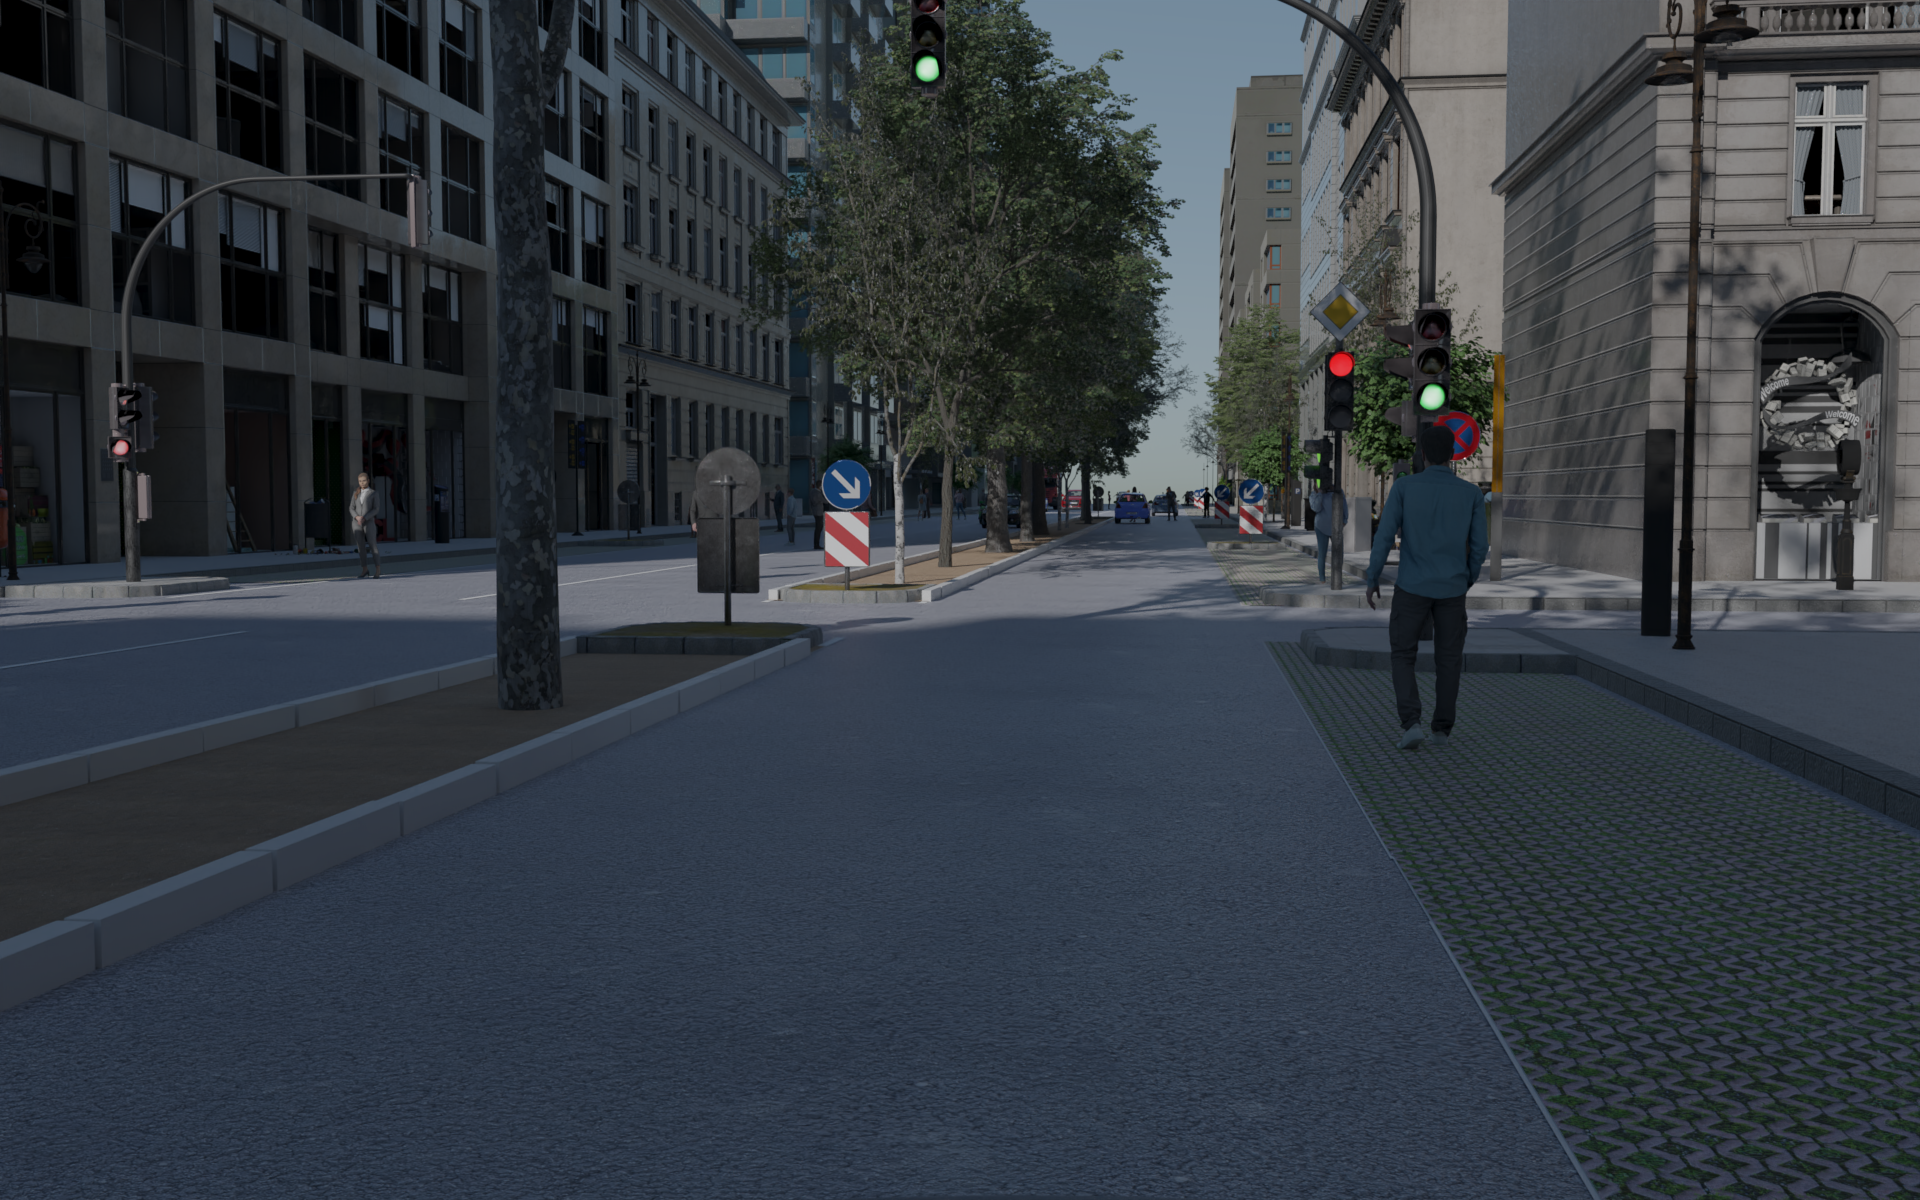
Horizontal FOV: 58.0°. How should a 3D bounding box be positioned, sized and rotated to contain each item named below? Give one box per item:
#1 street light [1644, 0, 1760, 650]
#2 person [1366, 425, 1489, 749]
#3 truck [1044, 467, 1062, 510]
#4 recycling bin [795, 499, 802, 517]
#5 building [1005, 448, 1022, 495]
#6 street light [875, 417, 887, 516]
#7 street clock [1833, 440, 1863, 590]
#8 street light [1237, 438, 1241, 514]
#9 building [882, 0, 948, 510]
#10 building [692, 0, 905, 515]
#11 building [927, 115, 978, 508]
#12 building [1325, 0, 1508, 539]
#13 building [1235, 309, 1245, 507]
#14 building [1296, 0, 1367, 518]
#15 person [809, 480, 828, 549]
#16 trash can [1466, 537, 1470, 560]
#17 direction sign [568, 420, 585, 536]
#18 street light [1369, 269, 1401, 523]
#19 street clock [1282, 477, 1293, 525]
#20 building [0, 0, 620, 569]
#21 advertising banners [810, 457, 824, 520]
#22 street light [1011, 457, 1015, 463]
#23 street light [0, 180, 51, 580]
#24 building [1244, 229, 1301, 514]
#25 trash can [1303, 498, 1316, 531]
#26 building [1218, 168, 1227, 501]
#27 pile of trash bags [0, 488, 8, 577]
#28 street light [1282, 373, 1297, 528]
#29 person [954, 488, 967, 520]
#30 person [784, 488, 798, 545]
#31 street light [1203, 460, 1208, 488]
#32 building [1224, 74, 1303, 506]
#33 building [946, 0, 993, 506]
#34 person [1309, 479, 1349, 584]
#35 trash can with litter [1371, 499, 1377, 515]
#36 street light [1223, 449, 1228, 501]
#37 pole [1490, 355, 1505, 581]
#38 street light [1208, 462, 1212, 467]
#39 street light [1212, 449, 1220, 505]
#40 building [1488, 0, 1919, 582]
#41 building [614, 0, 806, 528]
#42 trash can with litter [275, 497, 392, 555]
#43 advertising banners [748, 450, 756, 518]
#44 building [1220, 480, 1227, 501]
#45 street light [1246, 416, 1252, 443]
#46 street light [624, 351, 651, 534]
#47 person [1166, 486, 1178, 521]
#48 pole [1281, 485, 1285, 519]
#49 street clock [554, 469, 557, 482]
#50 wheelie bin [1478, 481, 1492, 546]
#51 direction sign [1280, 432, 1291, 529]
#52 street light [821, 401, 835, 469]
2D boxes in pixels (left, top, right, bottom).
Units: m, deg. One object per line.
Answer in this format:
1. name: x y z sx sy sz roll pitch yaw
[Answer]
1. street light: 5.993 -2.531 14.165 0.468 5.910 1.993 0 4 7
2. person: 2.643 -0.077 9.776 0.660 1.820 0.620 0 4 3
3. truck: 8.044 -10.505 160.663 2.839 4.237 11.283 0 4 5
4. recycling bin: -9.391 -5.220 97.907 0.722 1.027 0.722 2 4 25
5. building: 1.097 -33.020 223.465 14.154 41.232 14.086 0 4 7
6. street light: -4.638 -7.899 101.936 0.468 5.910 1.993 0 4 7
7. street clock: 11.847 -1.135 23.131 0.358 2.002 0.471 1 4 17
8. street light: 18.255 -8.603 113.441 0.468 5.910 1.993 0 4 7
9. building: -15.679 -34.046 145.895 28.713 52.752 27.495 0 4 7
10. building: -16.760 -30.369 116.139 23.786 49.044 30.456 0 4 7
11. building: -6.052 -29.503 165.968 14.154 41.232 14.086 0 4 7
12. building: 18.238 -11.793 57.444 10.561 19.102 19.286 0 4 7
13. building: 39.125 -18.931 154.566 27.650 21.520 28.899 0 4 7
14. building: 22.541 -18.582 81.306 11.434 29.767 29.804 0 4 7
15. person: -3.668 -2.226 45.074 0.473 1.802 0.592 -1 4 -13
16. trash can: 7.219 -0.828 25.199 0.748 1.137 0.748 0 3 0
17. direction sign: -11.781 -3.747 53.262 0.379 3.537 0.876 1 4 21
18. street light: 8.737 -3.849 35.719 0.468 5.910 1.993 0 4 7
19. street clock: 13.624 -4.124 72.005 0.358 2.002 0.471 -2 4 -34
20. building: -23.762 -14.734 45.425 19.350 26.468 34.151 0 4 7
21. advertising banners: -6.784 -5.343 83.545 0.090 3.025 2.074 1 4 19
22. street light: 5.673 -12.988 185.144 0.468 5.910 1.993 0 4 7
23. street light: -14.135 -3.235 25.678 0.468 5.910 1.993 0 4 7
24. building: 35.506 -17.181 125.949 27.650 21.520 28.899 0 4 7
25. trash can: 12.319 -2.981 60.394 0.748 1.137 0.748 0 3 0
26. building: 47.363 -37.876 242.978 21.300 48.544 21.600 0 4 7
27. pile of trash bags: -16.131 -1.002 26.137 3.447 1.369 1.912 -1 4 -14
28. street light: 12.427 -5.664 65.402 0.468 5.910 1.993 0 4 7
29. person: 0.050 -5.311 95.932 0.593 1.750 0.643 -3 5 -41
30. person: -4.736 -2.338 48.543 0.330 1.601 0.589 1 4 19
31. street light: 32.243 -15.479 225.867 0.468 5.910 1.993 0 4 7
32. building: 41.634 -35.052 196.806 21.300 48.544 21.600 0 4 7
33. building: -6.562 -54.283 200.202 22.319 86.520 31.000 0 4 7
34. person: 5.465 -1.029 25.589 0.793 1.790 0.793 -3 5 -40
35. trash can with litter: 10.235 -2.011 44.269 0.624 1.170 1.055 -1 4 -9
36. street light: 22.025 -10.432 143.350 0.468 5.910 1.993 0 4 7
37. pole: 7.909 -1.935 25.478 0.158 3.312 0.155 0 3 0
38. street light: 28.567 -13.630 195.645 0.468 5.910 1.993 0 4 7
39. street light: 25.717 -12.247 173.033 0.468 5.910 1.993 0 4 7
40. building: 22.202 -11.453 29.058 24.055 21.916 13.314 0 4 7
41. building: -17.870 -14.912 77.094 16.112 22.955 30.059 0 4 7
42. trash can with litter: -13.400 -1.595 37.137 2.233 1.210 1.678 0 4 -7
43. advertising banners: -8.449 -4.533 70.301 0.090 3.025 2.074 0 4 1
44. building: 49.668 -32.302 220.020 32.217 40.220 23.993 0 4 7
45. street light: 15.999 -7.500 95.420 0.468 5.910 1.993 0 4 7
46. street light: -10.391 -5.085 55.921 0.468 5.910 1.993 0 4 7
47. person: 11.414 -5.203 93.374 0.655 1.846 0.447 0 4 2
48. pole: 16.551 -5.798 88.636 0.158 3.312 0.155 0 3 0
49. street clock: -11.300 -2.631 47.589 0.471 2.002 0.358 3 5 43
50. wheelie bin: 13.095 -2.142 42.925 0.693 1.594 0.980 -2 4 -30
51. direction sign: 11.935 -4.371 63.465 0.379 3.537 0.876 2 4 32
52. street light: -6.547 -6.918 85.899 0.468 5.910 1.993 0 4 7
